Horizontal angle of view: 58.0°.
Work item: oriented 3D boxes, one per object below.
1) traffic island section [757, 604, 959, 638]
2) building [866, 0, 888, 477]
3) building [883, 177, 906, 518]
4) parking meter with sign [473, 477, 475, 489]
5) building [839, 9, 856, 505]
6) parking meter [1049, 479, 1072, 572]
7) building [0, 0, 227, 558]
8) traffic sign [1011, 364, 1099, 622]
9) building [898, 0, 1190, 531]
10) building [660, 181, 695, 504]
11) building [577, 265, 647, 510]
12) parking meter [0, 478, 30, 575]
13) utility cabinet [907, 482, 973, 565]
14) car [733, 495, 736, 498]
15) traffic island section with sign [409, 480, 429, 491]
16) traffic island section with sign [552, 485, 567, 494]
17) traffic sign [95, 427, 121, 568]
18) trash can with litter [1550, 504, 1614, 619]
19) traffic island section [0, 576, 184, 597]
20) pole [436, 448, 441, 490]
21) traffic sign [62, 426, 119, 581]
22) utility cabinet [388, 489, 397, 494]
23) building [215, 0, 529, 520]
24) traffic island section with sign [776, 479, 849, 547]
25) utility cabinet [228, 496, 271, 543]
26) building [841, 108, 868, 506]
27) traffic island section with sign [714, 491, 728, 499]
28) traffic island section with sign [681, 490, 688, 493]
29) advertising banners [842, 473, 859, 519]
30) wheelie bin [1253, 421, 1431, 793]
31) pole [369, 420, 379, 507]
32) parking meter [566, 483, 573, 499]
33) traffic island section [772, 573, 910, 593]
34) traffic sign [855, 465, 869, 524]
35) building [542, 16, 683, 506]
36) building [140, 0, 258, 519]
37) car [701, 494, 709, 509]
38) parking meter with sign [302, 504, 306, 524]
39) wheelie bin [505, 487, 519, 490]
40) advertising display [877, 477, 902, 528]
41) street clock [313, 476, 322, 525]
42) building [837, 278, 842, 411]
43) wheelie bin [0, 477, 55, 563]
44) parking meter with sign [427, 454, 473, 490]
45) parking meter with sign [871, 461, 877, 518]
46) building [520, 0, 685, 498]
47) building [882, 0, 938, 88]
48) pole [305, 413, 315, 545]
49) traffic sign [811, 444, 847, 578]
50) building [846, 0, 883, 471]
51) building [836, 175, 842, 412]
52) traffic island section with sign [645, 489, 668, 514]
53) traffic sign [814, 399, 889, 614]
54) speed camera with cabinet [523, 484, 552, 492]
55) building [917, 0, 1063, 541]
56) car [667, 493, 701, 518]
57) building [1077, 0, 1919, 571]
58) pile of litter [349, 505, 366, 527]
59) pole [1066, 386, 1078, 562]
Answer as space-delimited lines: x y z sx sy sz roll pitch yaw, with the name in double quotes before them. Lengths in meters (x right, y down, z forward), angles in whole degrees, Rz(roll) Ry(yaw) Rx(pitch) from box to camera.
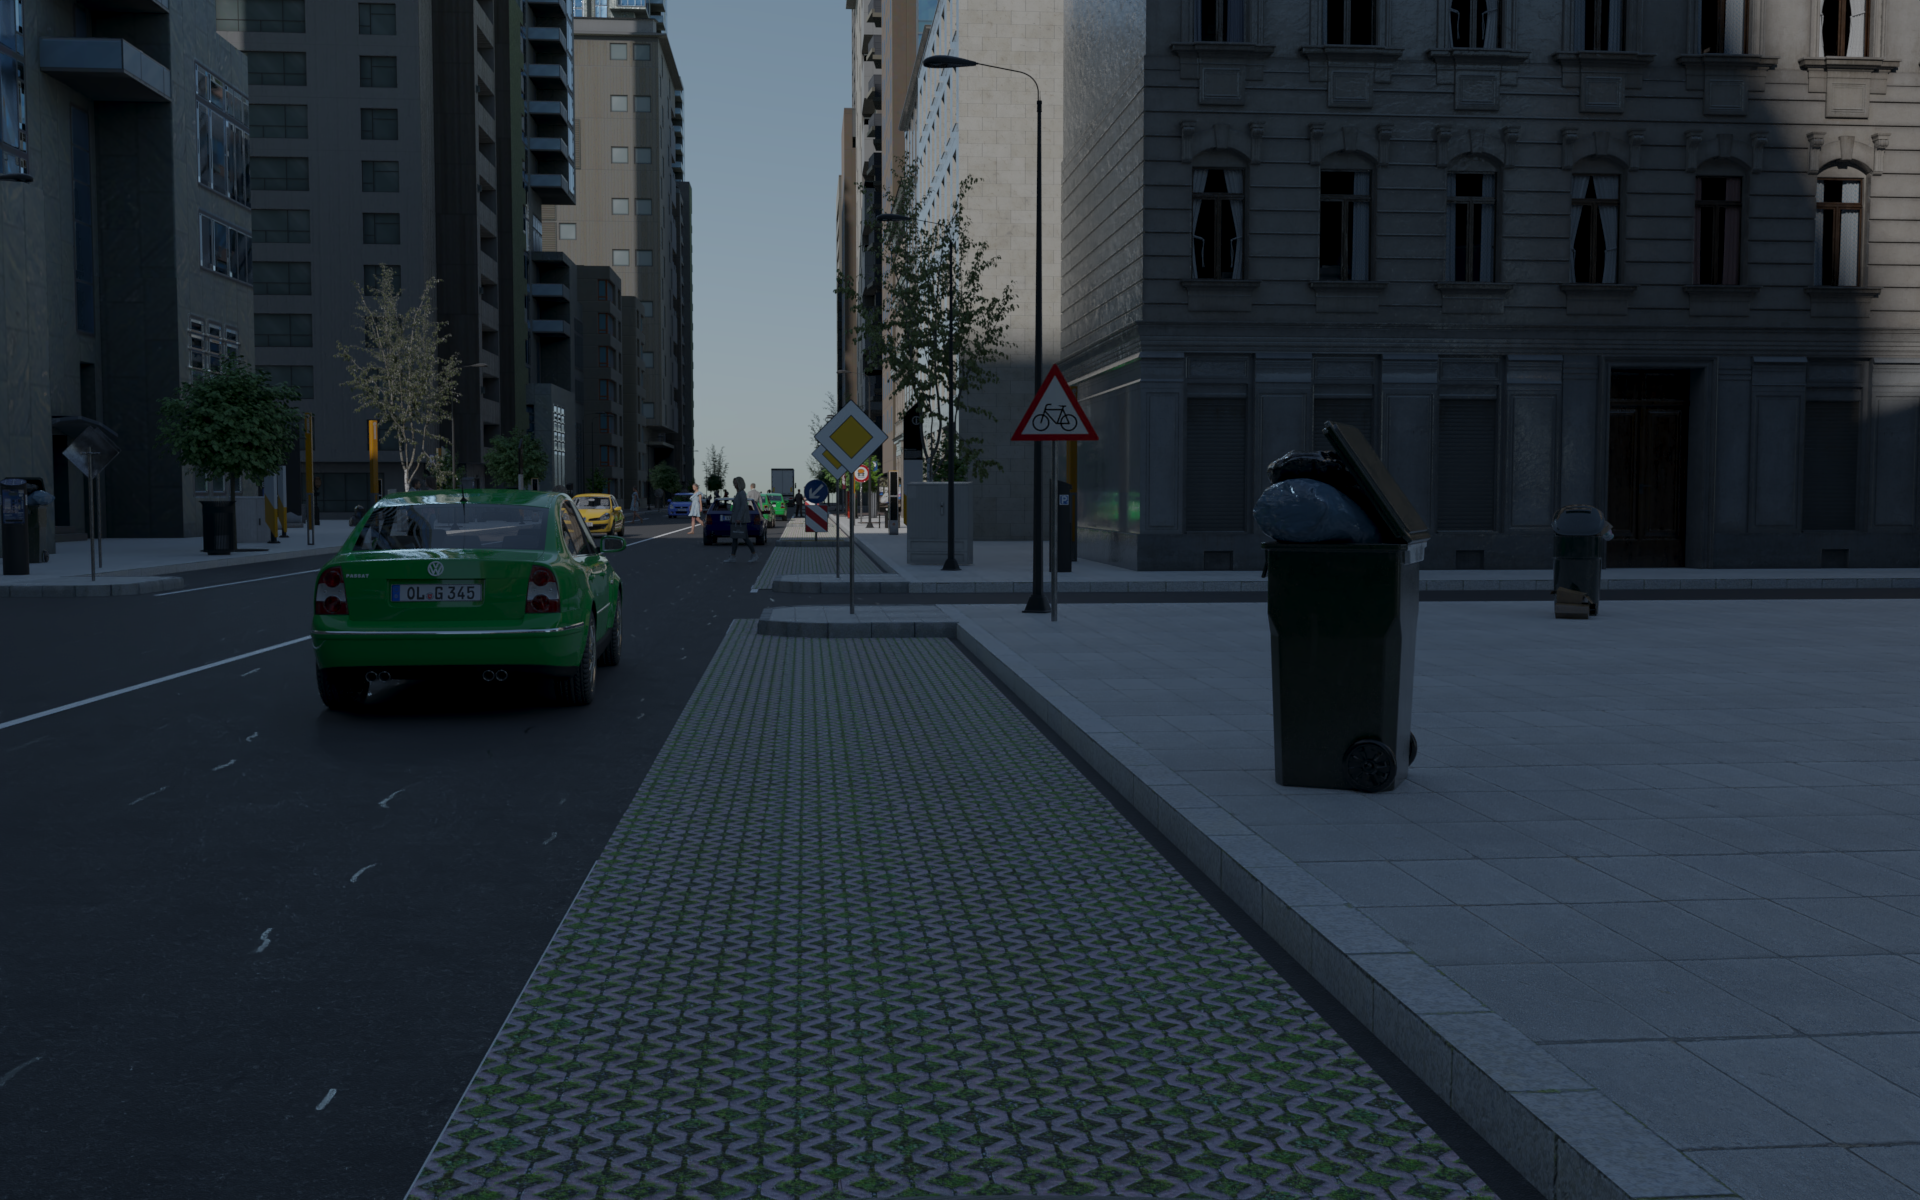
"traffic island section" -1.135 0.228 18.548 2.009 0.180 2.903 0 4 -5
"building" 4.075 -29.326 134.111 22.147 44.769 28.867 0 4 -5
"building" 1.636 -13.932 92.415 10.561 19.102 19.286 0 4 -5
"parking meter with sign" -22.513 -5.058 78.951 1.738 3.016 0.543 0 4 -2
"building" -5.043 -47.469 214.362 20.563 71.187 20.611 0 4 -5
"parking meter" 1.652 -1.226 28.457 0.372 1.533 0.369 0 3 0
"building" -30.959 -44.393 38.501 22.319 86.520 31.000 0 4 -5
"traffic sign" 0.948 -1.063 17.382 0.884 2.594 0.081 0 4 0
"building" 2.762 -13.730 73.642 9.793 20.994 18.267 0 4 -5
"building" -41.317 -32.784 219.612 14.154 41.232 14.086 0 4 -5
"building" -41.554 -18.319 144.557 27.650 21.520 28.899 0 4 -5
"parking meter" -14.978 -1.164 27.443 0.372 1.533 0.369 0 3 0
"utility cabinet" -0.367 -1.384 31.308 1.173 1.500 0.318 1 4 19
"car" -25.659 -11.537 201.210 1.945 1.354 3.894 0 4 -6
"traffic island section with sign" -14.737 -2.357 47.168 1.989 1.847 2.006 0 4 -5
"traffic island section with sign" -17.170 -4.017 74.305 1.989 1.847 2.006 0 4 -5
"traffic sign" -14.953 -1.766 30.064 0.795 2.450 0.064 0 4 -1
"trash can with litter" 6.502 -0.411 18.110 0.624 1.170 1.055 1 4 20
"traffic island section" -12.795 -0.199 25.531 2.009 0.180 2.903 0 4 -5
"pole" -23.147 -5.086 77.001 0.158 3.312 0.155 0 3 0
"traffic sign" -12.772 -1.335 25.471 0.795 2.450 0.064 0 4 -5
"utility cabinet" -25.063 -4.144 76.435 0.318 1.500 1.173 -1 4 -22
"building" -31.114 -19.552 91.376 14.160 30.474 14.107 0 4 -5
"traffic island section with sign" -4.048 -2.372 47.418 1.989 1.847 2.006 0 4 -5
"utility cabinet" -18.656 -2.101 45.519 0.306 1.237 1.020 3 4 37
"building" -6.395 -33.485 197.589 14.600 45.320 14.200 0 4 -5
"traffic island section with sign" -29.020 -12.118 206.757 1.989 1.847 2.006 0 4 -5
"traffic island section with sign" -24.129 -8.772 152.042 1.989 1.847 2.006 0 4 -5
"advertising banners" -5.722 -5.727 89.821 0.090 3.025 2.074 -2 4 -27
"wheelie bin" 1.690 0.013 7.698 0.693 1.594 0.980 1 4 23
"pole" -16.247 -3.315 48.037 0.158 3.312 0.155 0 3 0
"parking meter" -20.524 -5.222 91.090 0.255 1.863 0.399 1 4 15
"traffic island section" -1.846 -0.258 26.502 2.009 0.180 2.903 0 4 -5
"traffic sign" -4.249 -4.547 74.448 0.768 2.556 0.104 0 4 -2
"building" -46.504 -37.155 196.727 28.713 52.752 27.495 0 4 -5
"building" -36.282 -48.952 113.031 22.319 86.520 31.000 0 4 -5
"car" -25.472 -9.763 169.408 2.009 1.686 4.222 0 4 -5
"parking meter with sign" -29.084 -4.822 75.107 1.738 3.016 0.543 2 4 31
"wheelie bin" -20.450 -4.368 79.324 0.980 1.594 0.693 0 4 -3
"advertising display" -2.638 -3.645 64.817 0.974 1.923 0.123 -2 4 -31
"street clock" -26.329 -4.052 70.815 0.358 2.002 0.471 1 4 16
"building" -9.468 -28.194 232.674 14.160 30.474 14.107 0 4 -5
"wheelie bin" -17.328 -1.483 32.156 0.980 1.594 0.693 -1 4 -13
"parking meter with sign" -22.377 -4.867 75.835 1.738 3.016 0.543 1 4 12
"parking meter with sign" -4.642 -5.876 92.335 0.543 3.016 1.738 0 3 0
"building" -48.236 -56.737 240.321 22.319 86.520 31.000 0 4 -5
"building" 2.156 -28.271 112.344 14.600 45.320 14.200 0 4 -5
"pole" -16.302 -3.032 43.414 0.158 3.312 0.155 0 3 0
"traffic sign" -1.869 -1.393 26.423 0.795 2.450 0.064 0 4 -5
"building" 4.095 -35.038 162.110 28.713 52.752 27.495 0 4 -5
"building" -6.960 -38.320 250.238 21.300 48.544 21.600 0 4 -5
"traffic island section with sign" -21.722 -7.129 125.194 1.989 1.847 2.006 0 4 -5
"traffic sign" -1.158 -0.907 18.469 0.795 2.450 0.064 0 4 -5
"speed camera with cabinet" -21.647 -5.824 89.563 0.660 3.252 2.038 3 4 36
"building" 4.389 -12.283 55.572 10.420 20.320 16.860 0 4 -5
"car" -16.455 -5.742 103.474 1.945 1.707 3.694 0 4 -3
"building" 11.405 -11.276 33.515 18.267 20.994 9.793 0 4 -5
"pile of litter" -23.560 -3.350 68.746 1.176 0.858 1.719 2 4 26
"pole" 2.119 -2.384 32.820 0.158 3.312 0.155 0 3 0
